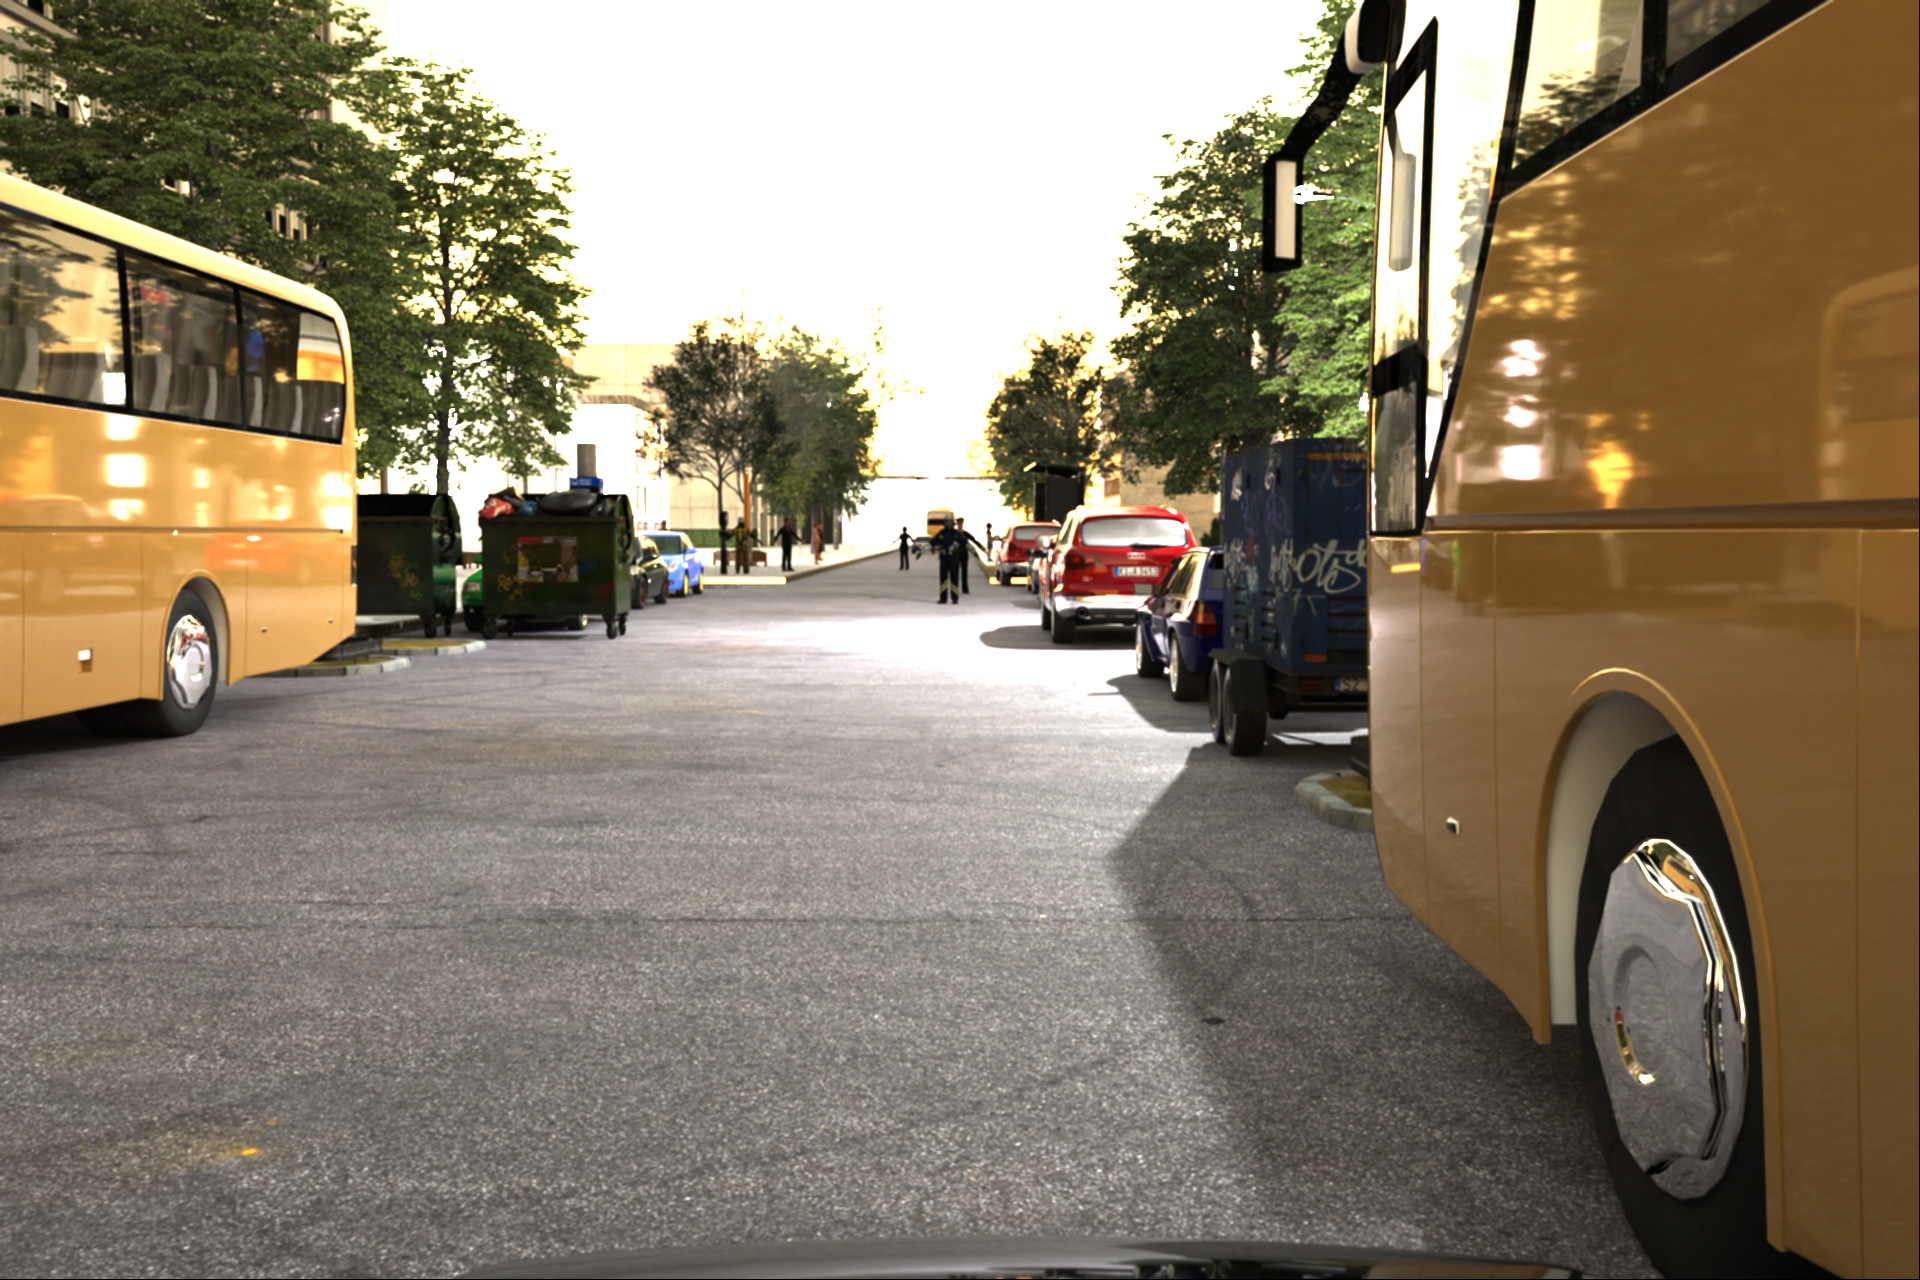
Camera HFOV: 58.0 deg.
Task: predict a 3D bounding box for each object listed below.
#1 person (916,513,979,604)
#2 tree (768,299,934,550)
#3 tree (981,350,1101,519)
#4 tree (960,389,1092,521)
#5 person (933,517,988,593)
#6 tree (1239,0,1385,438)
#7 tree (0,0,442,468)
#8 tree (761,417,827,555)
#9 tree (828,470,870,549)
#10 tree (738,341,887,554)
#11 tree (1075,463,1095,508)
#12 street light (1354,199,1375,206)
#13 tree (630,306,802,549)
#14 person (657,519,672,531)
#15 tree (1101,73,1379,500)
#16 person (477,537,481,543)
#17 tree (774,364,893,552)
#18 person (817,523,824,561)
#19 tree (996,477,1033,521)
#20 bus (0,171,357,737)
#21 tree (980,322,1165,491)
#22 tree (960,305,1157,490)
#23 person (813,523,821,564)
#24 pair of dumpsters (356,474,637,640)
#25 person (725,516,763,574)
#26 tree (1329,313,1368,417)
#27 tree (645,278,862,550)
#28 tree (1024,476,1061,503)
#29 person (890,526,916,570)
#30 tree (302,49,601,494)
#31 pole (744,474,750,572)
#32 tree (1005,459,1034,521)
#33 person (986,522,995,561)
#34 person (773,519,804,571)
[{"bbox_3d":[-0.235,-1.676,35.635,1.354,1.856,0.705,1,4,16],"label":"person"},{"bbox_3d":[-8.710,-17.298,138.706,12.611,20.169,13.585,0,3,0],"label":"tree"},{"bbox_3d":[4.982,-11.498,106.113,7.486,12.596,7.792,0,3,0],"label":"tree"},{"bbox_3d":[5.242,-13.636,133.323,12.009,13.543,11.850,0,3,0],"label":"tree"},{"bbox_3d":[0.009,-2.043,41.788,1.347,1.837,0.705,0,4,-6],"label":"person"},{"bbox_3d":[8.807,-6.907,31.054,7.486,12.596,7.792,0,3,0],"label":"tree"},{"bbox_3d":[-13.133,-6.836,29.893,7.486,12.596,7.792,0,3,0],"label":"tree"},{"bbox_3d":[-10.043,-9.528,106.146,4.737,8.622,4.395,0,3,0],"label":"tree"},{"bbox_3d":[-9.280,-12.312,151.658,4.360,8.622,3.978,0,3,0],"label":"tree"},{"bbox_3d":[-9.671,-12.680,113.976,9.857,13.997,8.962,0,3,0],"label":"tree"},{"bbox_3d":[15.409,-20.054,246.010,7.486,12.596,7.792,0,3,0],"label":"tree"},{"bbox_3d":[6.248,-3.120,23.551,1.470,5.913,1.316,0,4,0],"label":"street light"},{"bbox_3d":[-10.111,-8.388,71.556,7.601,10.594,8.767,-1,4,-9],"label":"tree"},{"bbox_3d":[-9.372,-2.971,55.036,1.216,1.772,0.721,-1,4,-17],"label":"person"},{"bbox_3d":[8.259,-8.721,49.242,9.857,13.997,8.962,0,3,0],"label":"tree"},{"bbox_3d":[-18.365,-3.795,68.227,1.347,1.806,0.705,0,4,-2],"label":"person"},{"bbox_3d":[-9.899,-13.127,124.994,12.009,13.543,11.850,0,3,0],"label":"tree"},{"bbox_3d":[-6.778,-4.759,83.944,0.704,1.812,1.346,0,4,3],"label":"person"},{"bbox_3d":[5.149,-12.570,155.880,4.360,8.622,3.978,0,3,0],"label":"tree"},{"bbox_3d":[-6.659,-1.093,9.417,2.896,3.916,12.252,0,4,0],"label":"bus"},{"bbox_3d":[5.338,-8.653,75.887,8.767,10.594,7.601,-1,4,-14],"label":"tree"},{"bbox_3d":[5.578,-11.126,92.281,12.009,13.543,11.850,0,3,0],"label":"tree"},{"bbox_3d":[-5.982,-4.069,73.334,0.721,1.733,1.217,-1,4,-8],"label":"person"},{"bbox_3d":[-6.781,-1.159,23.896,4.436,2.255,1.574,0,4,-1],"label":"pair of dumpsters"},{"bbox_3d":[-7.059,-3.072,55.990,1.354,1.858,0.705,0,4,4],"label":"person"},{"bbox_3d":[16.654,-8.428,63.545,9.928,11.665,9.643,0,3,0],"label":"tree"},{"bbox_3d":[-10.369,-10.624,84.076,12.009,13.543,11.850,0,3,0],"label":"tree"},{"bbox_3d":[5.918,-10.408,120.540,4.737,8.622,4.395,0,3,0],"label":"tree"},{"bbox_3d":[-2.268,-3.673,69.236,1.216,1.740,0.721,-2,4,-33],"label":"person"},{"bbox_3d":[-12.145,-7.540,41.409,7.486,12.596,7.792,0,3,0],"label":"tree"},{"bbox_3d":[-7.207,-3.955,58.499,0.158,3.312,0.155,0,3,0],"label":"pole"},{"bbox_3d":[5.908,-12.014,146.799,4.737,8.622,4.395,0,3,0],"label":"tree"},{"bbox_3d":[1.428,-4.626,81.775,0.704,1.843,1.345,1,4,9],"label":"person"},{"bbox_3d":[-5.976,-3.288,59.982,0.704,1.802,1.346,3,5,44],"label":"person"}]
